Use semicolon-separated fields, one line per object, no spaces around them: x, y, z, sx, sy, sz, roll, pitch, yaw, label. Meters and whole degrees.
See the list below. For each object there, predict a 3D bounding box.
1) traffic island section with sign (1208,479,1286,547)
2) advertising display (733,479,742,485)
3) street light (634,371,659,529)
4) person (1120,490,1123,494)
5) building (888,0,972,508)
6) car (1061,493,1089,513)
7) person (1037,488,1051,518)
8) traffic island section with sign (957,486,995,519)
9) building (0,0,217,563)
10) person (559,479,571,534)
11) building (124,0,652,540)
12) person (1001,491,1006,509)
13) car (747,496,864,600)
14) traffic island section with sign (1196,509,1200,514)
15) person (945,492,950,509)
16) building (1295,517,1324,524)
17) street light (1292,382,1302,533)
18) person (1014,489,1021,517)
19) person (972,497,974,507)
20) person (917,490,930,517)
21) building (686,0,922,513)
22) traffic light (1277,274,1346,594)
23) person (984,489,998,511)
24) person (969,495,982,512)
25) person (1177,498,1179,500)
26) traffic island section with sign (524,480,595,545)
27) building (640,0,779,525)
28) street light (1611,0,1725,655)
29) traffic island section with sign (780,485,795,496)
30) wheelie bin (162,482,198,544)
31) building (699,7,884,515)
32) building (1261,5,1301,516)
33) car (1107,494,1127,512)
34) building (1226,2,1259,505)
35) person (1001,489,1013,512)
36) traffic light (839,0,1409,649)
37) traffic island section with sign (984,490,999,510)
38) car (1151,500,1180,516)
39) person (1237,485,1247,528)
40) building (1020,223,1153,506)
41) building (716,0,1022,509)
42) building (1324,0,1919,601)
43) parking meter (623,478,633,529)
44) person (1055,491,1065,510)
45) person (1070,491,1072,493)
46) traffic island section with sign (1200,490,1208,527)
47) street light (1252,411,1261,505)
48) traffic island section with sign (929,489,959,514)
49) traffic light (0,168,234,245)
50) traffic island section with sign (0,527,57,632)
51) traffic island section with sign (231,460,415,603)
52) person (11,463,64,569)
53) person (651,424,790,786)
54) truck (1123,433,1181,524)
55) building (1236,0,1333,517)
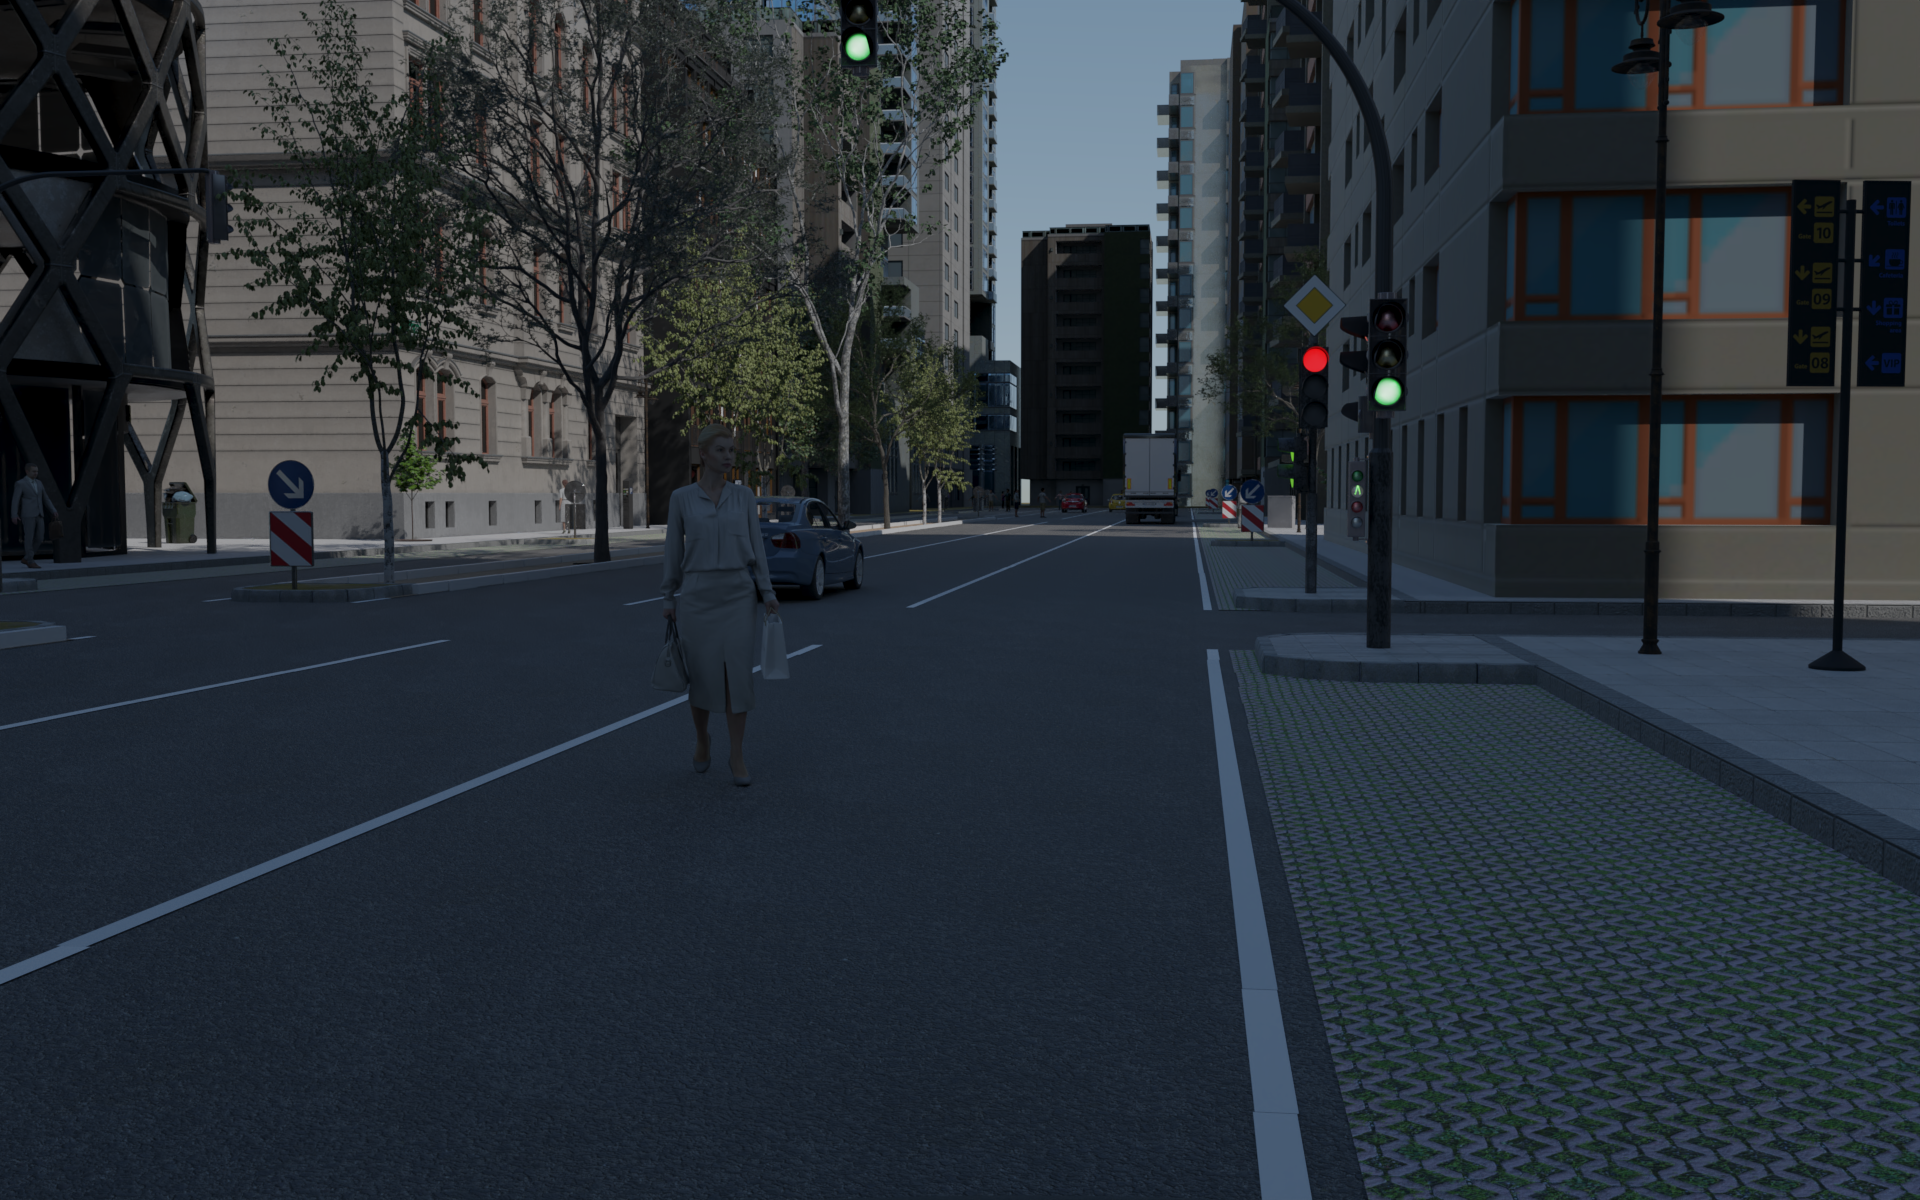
7.923;-2.392;47.739;1.989;1.847;2.006;0;4;8;traffic island section with sign
-9.671;-4.283;75.241;0.123;1.923;0.974;1;4;10;advertising display
-11.606;-5.591;64.207;0.468;5.910;1.993;0;4;8;street light
15.446;-9.565;164.909;0.705;1.821;1.348;2;4;33;person
-10.299;-44.480;165.505;20.611;71.187;20.563;0;4;8;building
8.878;-7.653;134.173;2.155;1.783;4.494;0;4;8;car
5.021;-5.871;104.500;0.705;1.824;1.348;-2;4;-33;person
0.970;-5.516;98.331;2.006;1.907;1.989;0;4;8;traffic island section with sign
-24.381;-10.175;33.810;16.820;18.784;16.811;0;4;8;building
-12.804;-3.032;56.187;0.480;1.755;0.524;-3;4;-37;person
-20.346;-16.657;59.732;14.401;28.519;23.554;0;4;8;building
4.293;-9.812;169.611;0.721;1.739;1.217;2;4;27;person
-2.564;-0.779;24.738;2.014;1.417;4.499;0;4;8;car
17.918;-7.013;123.286;1.989;1.847;2.006;0;4;8;traffic island section with sign
-1.152;-8.699;151.496;0.697;1.427;0.421;-3;4;-36;person
25.980;-26.029;80.202;22.147;44.769;28.867;0;4;8;building
11.283;-5.181;57.493;0.468;5.910;1.993;0;4;8;street light
3.621;-6.054;108.279;0.721;1.735;1.217;1;4;13;person
1.543;-9.822;169.816;0.799;1.438;0.628;-1;4;-18;person
-2.310;-6.166;110.107;0.721;1.735;1.217;3;5;42;person
-14.064;-49.924;128.928;22.319;86.520;31.000;0;4;8;building
4.522;-2.042;22.300;0.839;4.253;0.868;0;4;8;traffic light
2.565;-8.268;143.690;1.348;1.824;0.705;2;4;24;person
1.321;-7.997;139.339;1.348;1.812;0.705;-2;4;-31;person
19.592;-9.145;158.747;0.721;1.735;1.217;-3;4;-36;person
-11.203;-2.511;49.682;1.989;1.847;2.006;0;4;8;traffic island section with sign
-16.198;-15.266;79.275;12.332;23.373;15.834;0;4;8;building
5.545;-2.505;13.743;0.468;5.910;1.993;0;4;8;street light
-7.668;-4.147;76.426;1.989;1.847;2.006;0;4;8;traffic island section with sign
-20.238;-2.263;44.904;0.980;1.594;0.693;2;4;27;wheelie bin
-12.867;-20.532;107.393;14.160;30.474;14.107;0;4;8;building
25.543;-20.427;105.683;14.160;30.474;14.107;0;4;8;building
12.694;-7.780;137.430;2.015;1.641;3.980;0;4;6;car
32.253;-31.346;162.624;14.600;45.320;14.200;0;4;8;building
3.814;-7.970;138.437;0.705;1.869;1.348;-3;5;-44;person
1.389;-2.437;14.516;4.771;5.953;1.251;0;4;8;traffic light
2.415;-8.806;152.607;1.989;1.847;2.006;0;4;8;traffic island section with sign
13.317;-6.306;112.896;2.009;1.686;4.222;0;4;6;car
11.781;-3.860;71.817;0.583;1.804;0.606;1;4;9;person
13.826;-25.457;187.915;14.107;30.474;14.160;0;4;8;building
-8.839;-53.875;193.526;31.000;86.520;22.319;0;4;8;building
22.773;-11.473;32.628;28.899;21.520;27.650;0;4;8;building
-12.171;-3.532;63.466;0.255;1.863;0.399;1;4;14;parking meter
8.820;-8.676;151.057;1.217;1.736;0.721;-1;4;-17;person
10.862;-9.830;170.136;0.530;1.710;0.541;1;4;18;person
11.468;-4.032;74.549;1.989;1.847;2.006;0;4;8;traffic island section with sign
16.445;-7.547;96.173;0.468;5.910;1.993;0;4;8;street light
-1.137;-7.167;125.808;1.989;1.847;2.006;0;4;8;traffic island section with sign
-12.689;-3.053;24.588;4.771;5.953;1.251;0;4;8;traffic light
-9.858;-0.511;16.496;2.006;1.907;1.989;0;4;8;traffic island section with sign
-8.877;-0.960;23.838;2.006;1.907;1.989;0;4;8;traffic island section with sign
-15.983;-1.451;29.892;0.853;1.813;0.709;1;4;17;person
-1.191;0.008;8.719;0.694;1.780;0.624;0;4;0;person
9.505;-5.925;85.787;2.839;4.237;11.283;0;4;7;truck
31.634;-28.835;126.078;22.147;44.769;28.867;0;4;8;building
